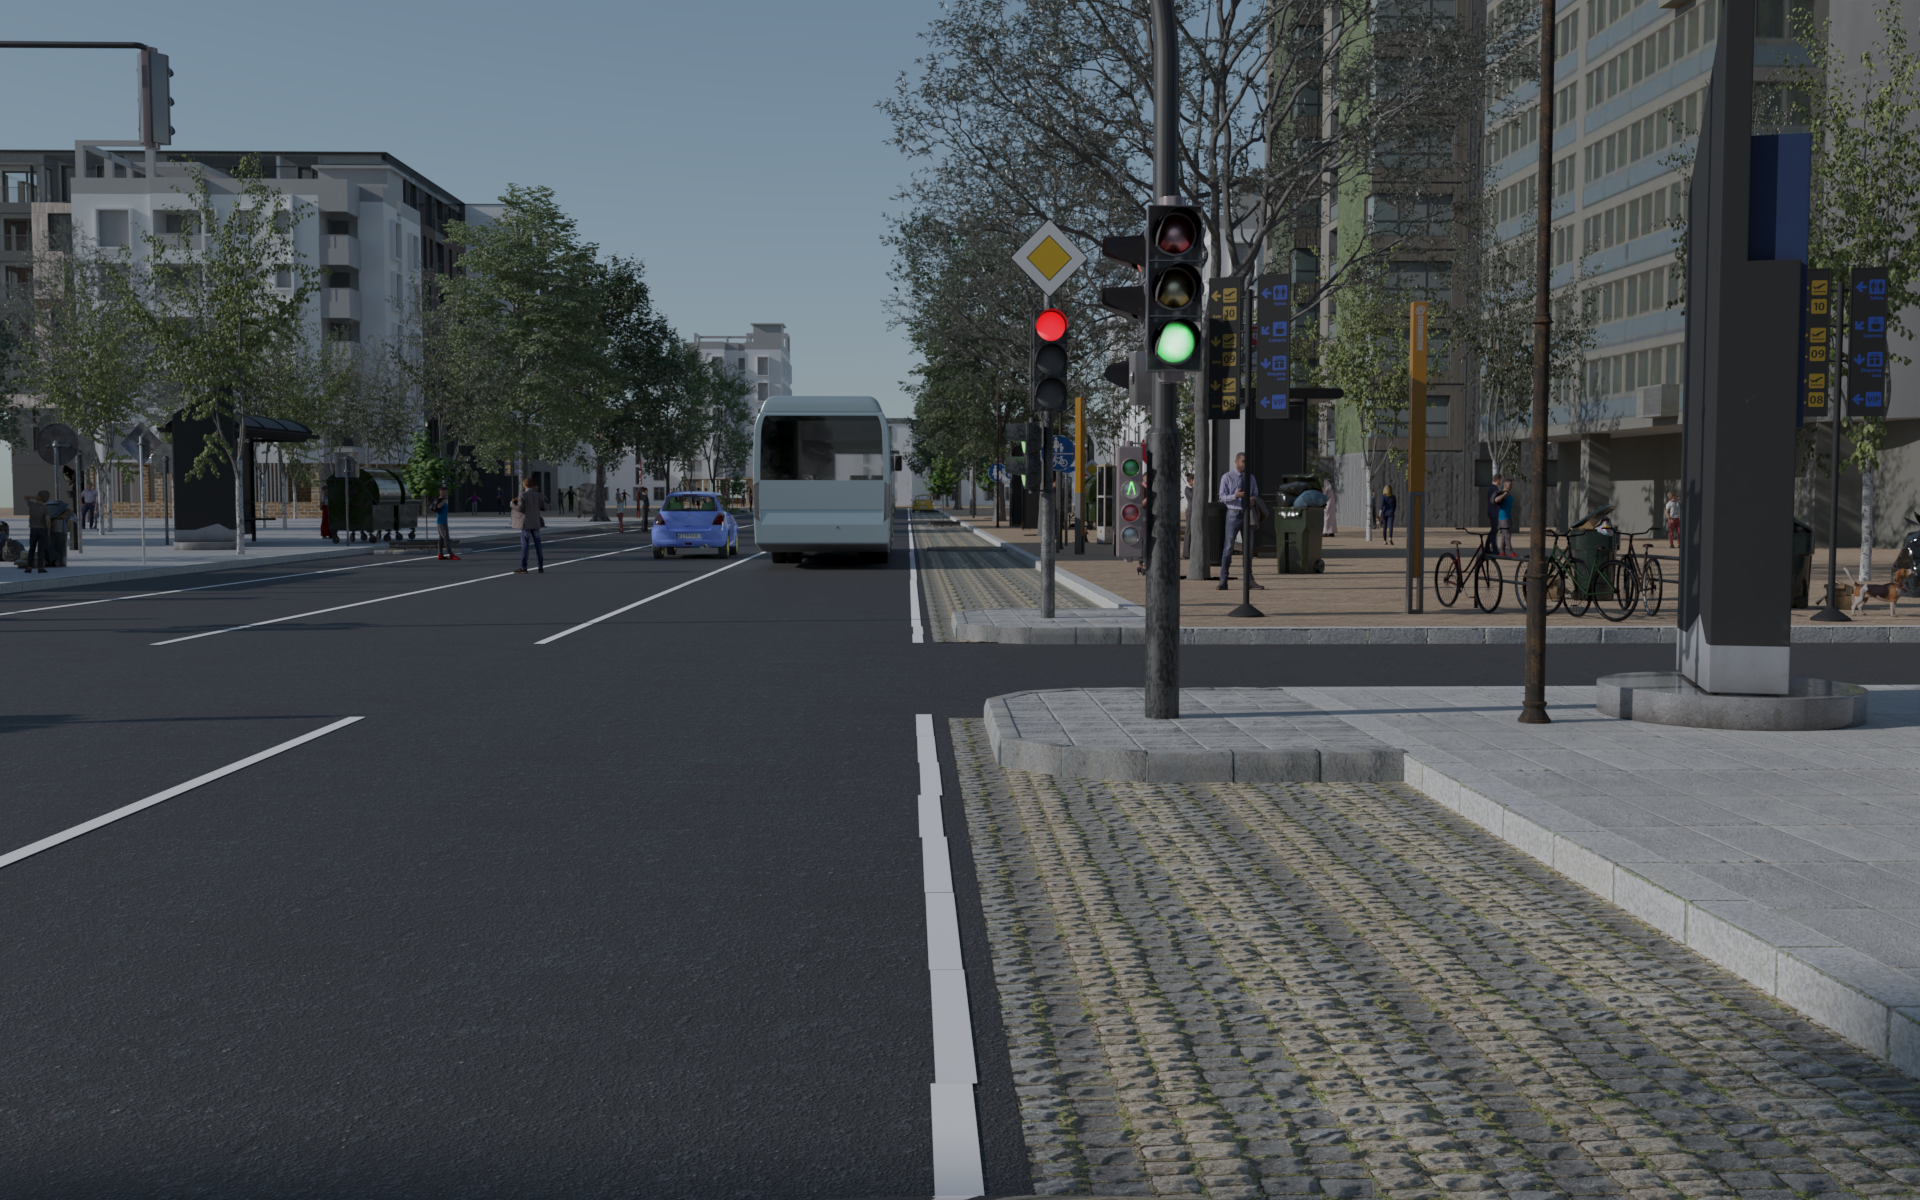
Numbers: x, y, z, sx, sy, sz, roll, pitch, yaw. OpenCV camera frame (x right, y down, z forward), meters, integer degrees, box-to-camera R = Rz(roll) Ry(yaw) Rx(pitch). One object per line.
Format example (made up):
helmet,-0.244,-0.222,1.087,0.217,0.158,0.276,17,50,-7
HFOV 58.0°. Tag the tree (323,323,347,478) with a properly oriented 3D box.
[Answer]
tree,-26.752,-7.111,66.632,4.360,8.622,3.978,0,3,0

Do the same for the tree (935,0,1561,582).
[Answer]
tree,3.706,-7.051,25.654,12.009,13.543,11.850,0,3,0

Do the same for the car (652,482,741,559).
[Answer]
car,-6.034,-1.843,39.718,1.945,1.707,3.694,0,4,-3

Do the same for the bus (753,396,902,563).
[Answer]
bus,-2.793,-2.703,39.055,2.948,3.499,13.247,0,4,-2

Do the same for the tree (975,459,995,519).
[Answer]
tree,1.776,-5.852,90.285,1.663,3.219,1.824,0,3,0

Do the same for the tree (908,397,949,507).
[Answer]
tree,-1.185,-14.685,165.851,9.928,11.665,9.643,0,3,0

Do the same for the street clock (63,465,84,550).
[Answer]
street clock,-20.207,-2.137,39.511,0.471,2.002,0.358,2,4,32

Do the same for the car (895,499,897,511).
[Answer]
car,-6.462,-8.583,150.551,2.015,1.641,3.980,0,4,-3

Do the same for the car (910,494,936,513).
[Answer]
car,-2.822,-7.518,133.142,2.015,1.641,3.980,0,4,-1

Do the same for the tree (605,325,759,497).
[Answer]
tree,-18.275,-11.093,107.120,9.928,11.665,9.643,0,3,0

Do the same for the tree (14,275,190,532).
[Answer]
tree,-28.979,-6.602,58.301,4.360,8.622,3.978,0,3,0

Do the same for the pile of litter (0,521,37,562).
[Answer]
pile of litter,-18.312,-1.172,33.130,1.719,0.858,1.176,1,4,18

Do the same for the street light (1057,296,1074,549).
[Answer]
street light,2.327,-4.112,40.024,0.468,5.910,1.993,0,4,-2

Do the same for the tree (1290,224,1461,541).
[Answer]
tree,11.247,-5.913,47.042,4.737,8.622,4.395,0,3,0

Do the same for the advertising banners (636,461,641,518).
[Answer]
advertising banners,-16.989,-5.835,91.587,0.090,3.025,2.074,-1,4,-16

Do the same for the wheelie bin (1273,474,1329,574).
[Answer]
wheelie bin,5.492,-1.224,27.915,0.980,1.594,0.693,3,5,41

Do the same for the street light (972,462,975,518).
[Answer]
street light,0.728,-7.314,92.366,0.468,5.910,1.993,0,4,-2

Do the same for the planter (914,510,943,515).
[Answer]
planter,-2.159,-6.040,119.891,1.991,0.319,1.994,0,4,-2

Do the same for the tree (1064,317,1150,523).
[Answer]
tree,6.071,-7.351,70.558,4.360,8.622,3.978,0,3,0

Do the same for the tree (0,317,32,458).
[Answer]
tree,-37.727,-8.799,60.878,9.611,12.733,9.660,0,3,0

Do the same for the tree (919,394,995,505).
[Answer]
tree,-0.002,-14.372,153.109,7.486,12.596,7.792,0,3,0

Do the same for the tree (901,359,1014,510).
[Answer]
tree,-0.150,-13.654,140.255,9.611,12.733,9.660,0,3,0

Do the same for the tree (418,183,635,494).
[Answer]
tree,-15.844,-8.885,63.396,7.486,12.596,7.792,0,3,0

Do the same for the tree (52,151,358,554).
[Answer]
tree,-15.529,-5.271,36.536,4.737,8.622,4.395,0,3,0

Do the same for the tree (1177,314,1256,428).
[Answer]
tree,10.495,-7.305,69.797,4.360,8.622,3.978,0,3,0

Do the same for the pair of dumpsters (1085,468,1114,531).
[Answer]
pair of dumpsters,5.079,-3.598,61.315,1.574,2.255,4.437,0,4,-2

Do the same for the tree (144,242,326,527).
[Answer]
tree,-21.615,-6.188,51.536,4.360,8.622,3.978,0,3,0

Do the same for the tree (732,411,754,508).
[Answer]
tree,-19.694,-12.197,149.783,4.737,8.622,4.395,0,3,0

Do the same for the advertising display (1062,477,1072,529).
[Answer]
advertising display,3.870,-3.610,64.234,0.123,1.923,0.974,2,4,32

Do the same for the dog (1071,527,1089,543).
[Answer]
dog,3.161,-1.710,45.692,0.748,0.427,0.550,-1,4,-22

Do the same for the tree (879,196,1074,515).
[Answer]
tree,2.172,-15.296,105.972,12.611,20.169,13.585,0,3,0

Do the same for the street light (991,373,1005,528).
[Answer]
street light,1.445,-5.713,66.193,0.468,5.910,1.993,0,4,-2

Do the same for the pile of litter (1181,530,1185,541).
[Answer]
pile of litter,5.783,-2.032,47.196,1.719,0.858,1.176,-2,4,-26

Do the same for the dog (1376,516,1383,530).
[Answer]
dog,15.054,-2.751,61.807,0.406,0.507,0.540,1,4,15

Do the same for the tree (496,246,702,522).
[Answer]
tree,-16.675,-9.989,80.331,9.611,12.733,9.660,0,3,0

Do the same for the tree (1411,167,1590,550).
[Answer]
tree,12.562,-5.461,39.655,4.360,8.622,3.978,0,3,0

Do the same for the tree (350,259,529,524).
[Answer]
tree,-16.225,-6.411,55.180,4.360,8.622,3.978,0,3,0

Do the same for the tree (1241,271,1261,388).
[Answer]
tree,10.666,-6.516,56.900,4.737,8.622,4.395,0,3,0

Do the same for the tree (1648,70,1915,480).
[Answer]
tree,14.068,-4.899,30.462,4.360,8.622,3.978,0,3,0

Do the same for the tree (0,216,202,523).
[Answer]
tree,-39.327,-10.226,77.560,12.009,13.543,11.850,0,3,0

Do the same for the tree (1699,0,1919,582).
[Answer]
tree,13.078,-4.580,25.251,4.737,8.622,4.395,0,3,0

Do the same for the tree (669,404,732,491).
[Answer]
tree,-19.086,-10.427,120.842,4.737,8.622,4.395,0,3,0

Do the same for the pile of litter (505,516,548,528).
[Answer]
pile of litter,-16.699,-3.223,66.668,1.719,0.858,1.176,-1,4,-22

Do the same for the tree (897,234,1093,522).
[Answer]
tree,1.952,-10.646,80.715,9.857,13.997,8.962,0,3,0

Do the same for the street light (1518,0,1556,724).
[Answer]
street light,3.232,-2.250,9.569,0.468,5.910,1.993,0,4,-2

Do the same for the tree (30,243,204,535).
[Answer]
tree,-26.804,-6.316,53.629,4.737,8.622,4.395,0,3,0

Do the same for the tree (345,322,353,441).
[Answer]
tree,-26.611,-7.521,73.323,4.360,8.622,3.978,0,3,0

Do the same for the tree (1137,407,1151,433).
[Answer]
tree,10.107,-8.039,81.797,4.737,8.622,4.395,0,3,0

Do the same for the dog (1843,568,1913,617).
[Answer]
dog,9.635,-0.083,18.180,0.540,0.507,0.406,0,4,1

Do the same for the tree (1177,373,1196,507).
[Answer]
tree,11.673,-7.753,77.127,4.737,8.622,4.395,0,3,0
